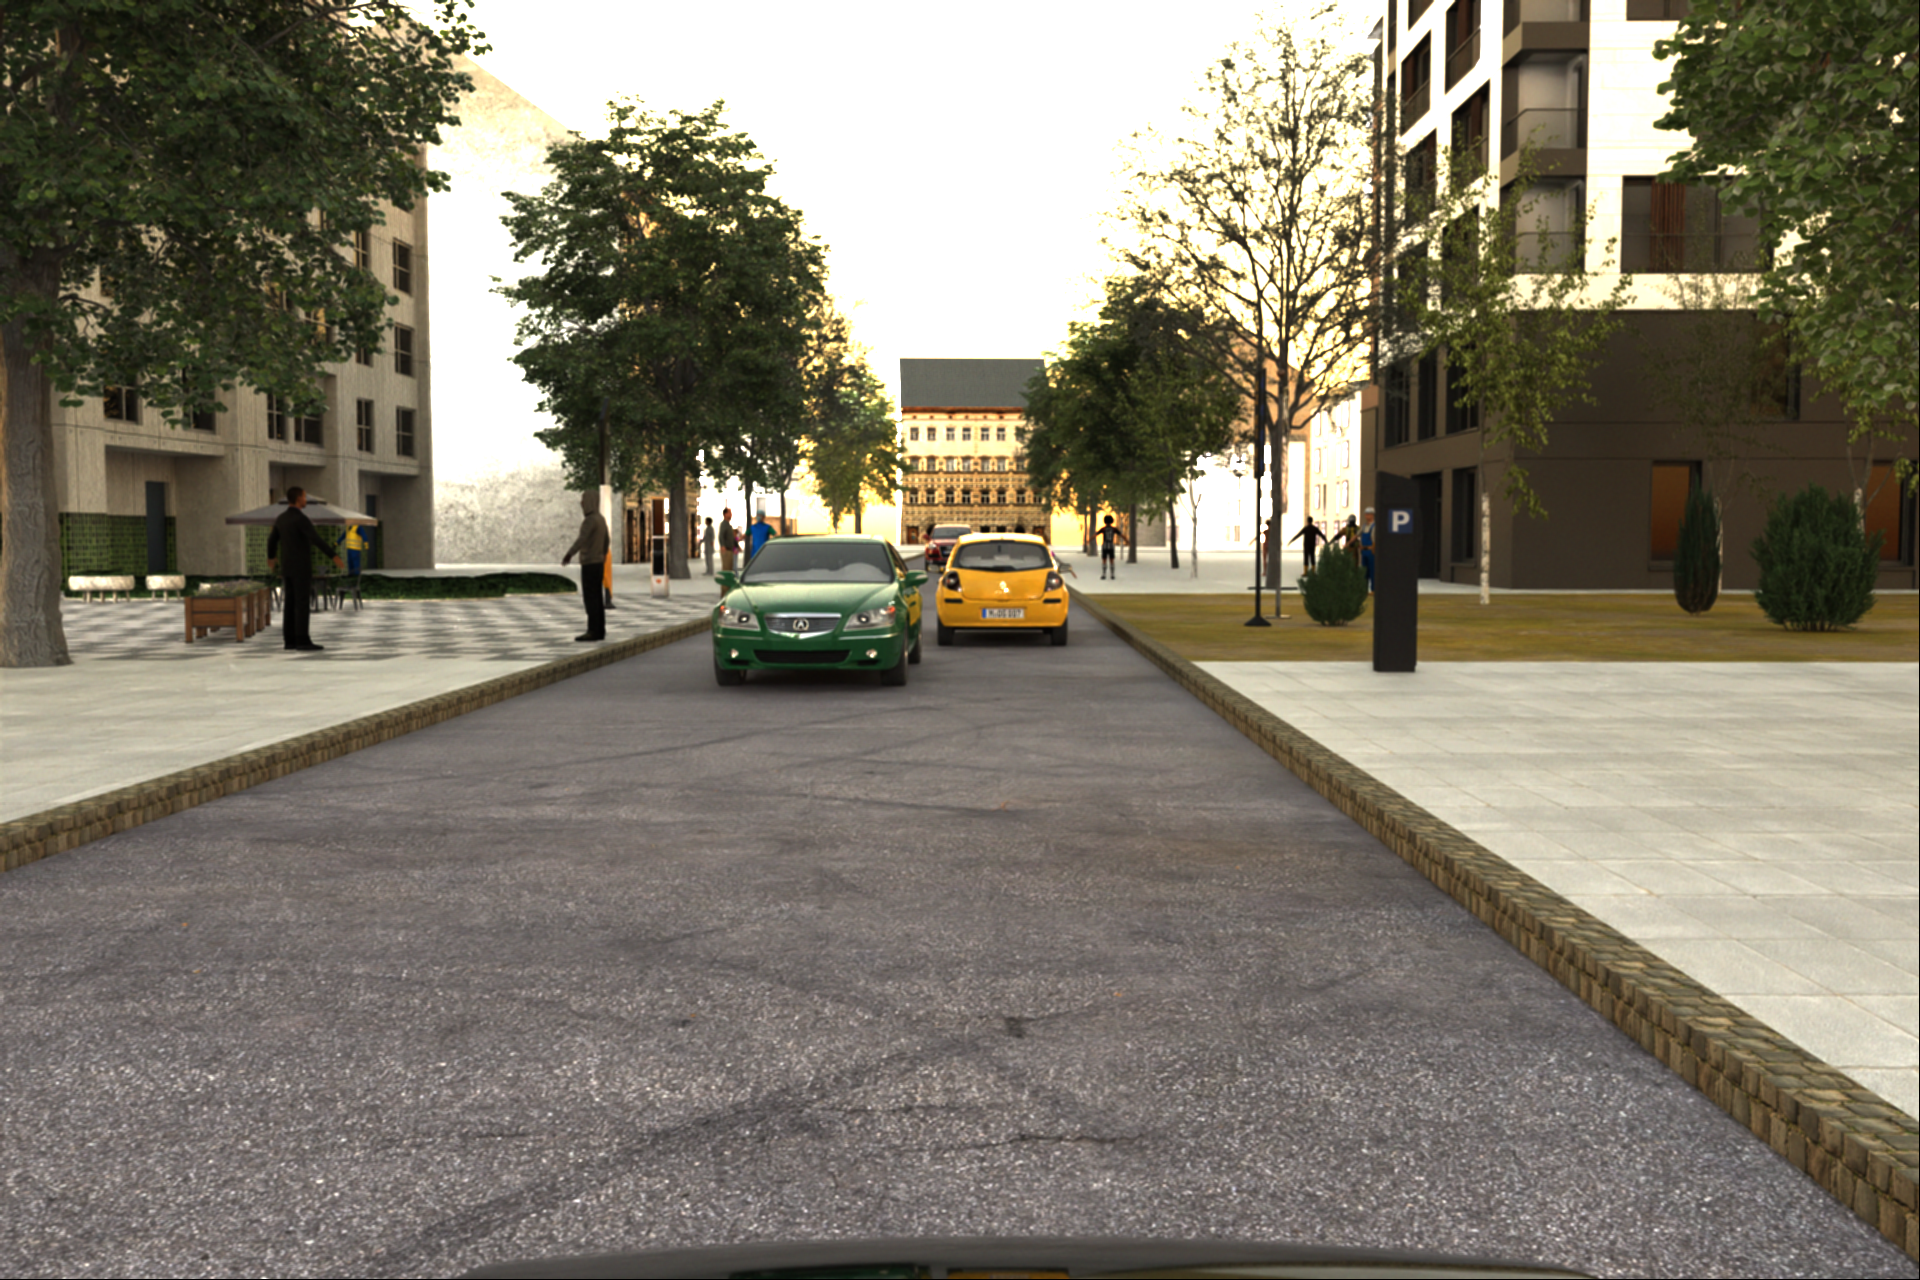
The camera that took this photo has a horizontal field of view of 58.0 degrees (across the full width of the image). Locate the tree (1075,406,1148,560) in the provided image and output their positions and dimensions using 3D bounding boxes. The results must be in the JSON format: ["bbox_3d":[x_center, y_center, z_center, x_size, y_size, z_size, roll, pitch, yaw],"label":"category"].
[{"bbox_3d":[7.959,-8.320,86.387,4.737,8.622,4.395,0,3,0],"label":"tree"}]

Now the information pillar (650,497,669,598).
[{"bbox_3d":[-6.044,-1.860,34.899,0.304,2.012,0.304,0,4,3],"label":"information pillar"}]

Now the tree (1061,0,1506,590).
[{"bbox_3d":[7.309,-7.903,39.585,12.009,13.543,11.850,0,3,0],"label":"tree"}]

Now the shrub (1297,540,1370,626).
[{"bbox_3d":[5.225,-0.802,24.230,1.383,1.207,1.383,0,3,0],"label":"shrub"}]

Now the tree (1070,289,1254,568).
[{"bbox_3d":[7.717,-7.955,64.469,7.601,10.594,8.767,1,4,18],"label":"tree"}]

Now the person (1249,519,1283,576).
[{"bbox_3d":[9.427,-2.844,53.295,1.217,1.733,0.721,-2,4,-24],"label":"person"}]

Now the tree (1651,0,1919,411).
[{"bbox_3d":[6.526,-5.533,8.598,7.486,12.596,7.792,0,3,0],"label":"tree"}]

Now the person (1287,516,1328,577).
[{"bbox_3d":[10.438,-2.790,51.761,1.346,1.812,0.704,-1,4,-14],"label":"person"}]

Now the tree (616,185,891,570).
[{"bbox_3d":[-7.449,-9.221,61.134,12.009,13.543,11.850,0,3,0],"label":"tree"}]

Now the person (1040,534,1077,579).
[{"bbox_3d":[1.289,-0.882,26.152,0.991,1.433,0.599,2,4,26],"label":"person"}]

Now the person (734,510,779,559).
[{"bbox_3d":[-4.427,-1.968,38.305,1.347,1.817,0.704,1,4,15],"label":"person"}]

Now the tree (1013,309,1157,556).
[{"bbox_3d":[7.737,-11.817,99.867,9.857,13.997,8.962,0,3,0],"label":"tree"}]

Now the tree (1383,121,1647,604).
[{"bbox_3d":[9.825,-4.956,31.390,4.737,8.622,4.395,0,3,0],"label":"tree"}]

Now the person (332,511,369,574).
[{"bbox_3d":[-14.548,-2.172,41.477,1.349,1.833,0.705,2,4,35],"label":"person"}]

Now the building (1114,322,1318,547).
[{"bbox_3d":[26.500,-21.599,184.078,19.493,23.208,18.063,0,4,1],"label":"building"}]

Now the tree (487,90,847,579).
[{"bbox_3d":[-8.113,-8.701,48.911,9.857,13.997,8.962,0,3,0],"label":"tree"}]

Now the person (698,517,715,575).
[{"bbox_3d":[-7.839,-2.918,53.892,0.705,1.806,1.347,-2,4,-26],"label":"person"}]

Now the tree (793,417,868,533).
[{"bbox_3d":[-6.665,-8.889,95.697,4.360,8.622,3.978,0,3,0],"label":"tree"}]

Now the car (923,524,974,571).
[{"bbox_3d":[-0.298,-3.651,68.361,2.281,1.827,5.304,0,4,1],"label":"car"}]

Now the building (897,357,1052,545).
[{"bbox_3d":[1.429,-23.303,214.387,18.063,23.208,19.493,0,4,-3],"label":"building"}]

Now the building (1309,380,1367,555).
[{"bbox_3d":[26.011,-9.310,94.368,9.099,9.664,28.070,0,4,1],"label":"building"}]

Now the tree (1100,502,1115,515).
[{"bbox_3d":[20.830,-17.144,214.721,7.601,10.594,8.767,0,4,4],"label":"tree"}]

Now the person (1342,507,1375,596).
[{"bbox_3d":[8.558,-1.861,36.282,0.705,1.847,1.347,-2,4,-33],"label":"person"}]

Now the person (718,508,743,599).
[{"bbox_3d":[-4.531,-1.690,33.909,0.705,1.796,1.348,0,4,7],"label":"person"}]

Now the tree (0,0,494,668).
[{"bbox_3d":[-9.174,-6.717,16.472,9.857,13.997,8.962,0,3,0],"label":"tree"}]

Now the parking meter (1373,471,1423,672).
[{"bbox_3d":[4.080,-0.638,16.143,0.399,1.863,0.255,0,4,1],"label":"parking meter"}]

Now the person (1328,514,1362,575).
[{"bbox_3d":[11.075,-2.641,48.956,1.354,1.858,0.705,1,4,10],"label":"person"}]

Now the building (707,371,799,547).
[{"bbox_3d":[-22.694,-19.507,175.364,16.016,20.090,11.380,0,4,1],"label":"building"}]

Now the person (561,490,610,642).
[{"bbox_3d":[-4.445,-0.898,20.811,0.705,1.813,1.348,0,4,7],"label":"person"}]

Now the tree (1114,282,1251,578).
[{"bbox_3d":[6.799,-6.143,50.800,4.737,8.622,4.395,0,3,0],"label":"tree"}]

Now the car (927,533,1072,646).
[{"bbox_3d":[0.550,-0.822,23.666,2.015,1.641,3.980,0,4,0],"label":"car"}]

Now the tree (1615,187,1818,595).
[{"bbox_3d":[16.227,-5.283,36.734,4.360,8.622,3.978,0,3,0],"label":"tree"}]

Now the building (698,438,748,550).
[{"bbox_3d":[-23.508,-13.049,155.491,9.099,9.664,28.070,0,4,2],"label":"building"}]

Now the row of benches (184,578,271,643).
[{"bbox_3d":[-9.383,-0.420,22.332,1.422,0.672,4.104,-1,4,-17],"label":"row of benches"}]

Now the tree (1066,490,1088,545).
[{"bbox_3d":[14.572,-15.851,209.529,4.737,8.622,4.395,0,3,0],"label":"tree"}]

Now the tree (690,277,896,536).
[{"bbox_3d":[-7.963,-10.248,77.926,12.009,13.543,11.850,0,3,0],"label":"tree"}]

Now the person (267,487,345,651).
[{"bbox_3d":[-7.306,-0.791,19.162,1.346,1.802,0.704,3,4,36],"label":"person"}]

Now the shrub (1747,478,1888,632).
[{"bbox_3d":[11.281,-1.127,22.846,1.690,2.028,1.600,0,3,0],"label":"shrub"}]

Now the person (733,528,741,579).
[{"bbox_3d":[-5.777,-2.121,43.940,0.599,1.433,0.991,-1,4,-19],"label":"person"}]

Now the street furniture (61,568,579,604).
[{"bbox_3d":[-12.795,-1.193,35.128,10.072,0.657,5.734,-1,4,-16],"label":"street furniture"}]

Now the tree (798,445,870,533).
[{"bbox_3d":[-15.980,-18.346,210.320,12.009,13.543,11.850,0,3,0],"label":"tree"}]

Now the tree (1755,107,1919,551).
[{"bbox_3d":[15.457,-4.833,29.387,4.737,8.622,4.395,0,3,0],"label":"tree"}]

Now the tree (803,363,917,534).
[{"bbox_3d":[-6.707,-12.047,115.088,7.486,12.596,7.792,0,3,0],"label":"tree"}]

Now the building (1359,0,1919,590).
[{"bbox_3d":[26.914,-12.930,55.382,27.936,21.610,32.646,0,4,1],"label":"building"}]

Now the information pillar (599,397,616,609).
[{"bbox_3d":[-6.024,-2.330,29.449,0.183,3.616,0.504,0,4,1],"label":"information pillar"}]

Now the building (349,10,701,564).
[{"bbox_3d":[-23.203,-15.352,81.929,19.493,23.208,18.063,0,4,2],"label":"building"}]

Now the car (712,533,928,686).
[{"bbox_3d":[-1.368,-0.371,17.872,2.131,1.459,4.920,0,4,1],"label":"car"}]

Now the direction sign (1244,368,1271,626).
[{"bbox_3d":[4.164,-1.964,24.110,0.379,3.537,0.876,0,4,1],"label":"direction sign"}]

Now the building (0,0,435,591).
[{"bbox_3d":[-28.066,-11.070,47.459,16.747,18.905,31.486,0,4,2],"label":"building"}]

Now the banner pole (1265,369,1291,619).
[{"bbox_3d":[4.865,-2.209,26.129,0.401,3.779,0.863,0,4,-1],"label":"banner pole"}]

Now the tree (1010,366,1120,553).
[{"bbox_3d":[8.528,-12.557,115.671,12.009,13.543,11.850,0,3,0],"label":"tree"}]

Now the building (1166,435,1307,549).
[{"bbox_3d":[24.909,-13.334,160.165,9.099,9.664,28.070,0,4,1],"label":"building"}]

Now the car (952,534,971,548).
[{"bbox_3d":[0.774,-2.977,60.470,2.131,1.459,4.920,0,4,1],"label":"car"}]

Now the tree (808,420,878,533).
[{"bbox_3d":[-7.101,-9.318,102.709,4.737,8.622,4.395,0,3,0],"label":"tree"}]

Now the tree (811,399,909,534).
[{"bbox_3d":[-7.276,-12.131,124.098,9.928,11.665,9.643,0,3,0],"label":"tree"}]

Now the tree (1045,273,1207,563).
[{"bbox_3d":[7.573,-9.675,76.305,7.486,12.596,7.792,0,3,0],"label":"tree"}]

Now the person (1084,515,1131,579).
[{"bbox_3d":[4.215,-2.639,49.283,1.345,1.843,0.704,0,4,-4],"label":"person"}]
